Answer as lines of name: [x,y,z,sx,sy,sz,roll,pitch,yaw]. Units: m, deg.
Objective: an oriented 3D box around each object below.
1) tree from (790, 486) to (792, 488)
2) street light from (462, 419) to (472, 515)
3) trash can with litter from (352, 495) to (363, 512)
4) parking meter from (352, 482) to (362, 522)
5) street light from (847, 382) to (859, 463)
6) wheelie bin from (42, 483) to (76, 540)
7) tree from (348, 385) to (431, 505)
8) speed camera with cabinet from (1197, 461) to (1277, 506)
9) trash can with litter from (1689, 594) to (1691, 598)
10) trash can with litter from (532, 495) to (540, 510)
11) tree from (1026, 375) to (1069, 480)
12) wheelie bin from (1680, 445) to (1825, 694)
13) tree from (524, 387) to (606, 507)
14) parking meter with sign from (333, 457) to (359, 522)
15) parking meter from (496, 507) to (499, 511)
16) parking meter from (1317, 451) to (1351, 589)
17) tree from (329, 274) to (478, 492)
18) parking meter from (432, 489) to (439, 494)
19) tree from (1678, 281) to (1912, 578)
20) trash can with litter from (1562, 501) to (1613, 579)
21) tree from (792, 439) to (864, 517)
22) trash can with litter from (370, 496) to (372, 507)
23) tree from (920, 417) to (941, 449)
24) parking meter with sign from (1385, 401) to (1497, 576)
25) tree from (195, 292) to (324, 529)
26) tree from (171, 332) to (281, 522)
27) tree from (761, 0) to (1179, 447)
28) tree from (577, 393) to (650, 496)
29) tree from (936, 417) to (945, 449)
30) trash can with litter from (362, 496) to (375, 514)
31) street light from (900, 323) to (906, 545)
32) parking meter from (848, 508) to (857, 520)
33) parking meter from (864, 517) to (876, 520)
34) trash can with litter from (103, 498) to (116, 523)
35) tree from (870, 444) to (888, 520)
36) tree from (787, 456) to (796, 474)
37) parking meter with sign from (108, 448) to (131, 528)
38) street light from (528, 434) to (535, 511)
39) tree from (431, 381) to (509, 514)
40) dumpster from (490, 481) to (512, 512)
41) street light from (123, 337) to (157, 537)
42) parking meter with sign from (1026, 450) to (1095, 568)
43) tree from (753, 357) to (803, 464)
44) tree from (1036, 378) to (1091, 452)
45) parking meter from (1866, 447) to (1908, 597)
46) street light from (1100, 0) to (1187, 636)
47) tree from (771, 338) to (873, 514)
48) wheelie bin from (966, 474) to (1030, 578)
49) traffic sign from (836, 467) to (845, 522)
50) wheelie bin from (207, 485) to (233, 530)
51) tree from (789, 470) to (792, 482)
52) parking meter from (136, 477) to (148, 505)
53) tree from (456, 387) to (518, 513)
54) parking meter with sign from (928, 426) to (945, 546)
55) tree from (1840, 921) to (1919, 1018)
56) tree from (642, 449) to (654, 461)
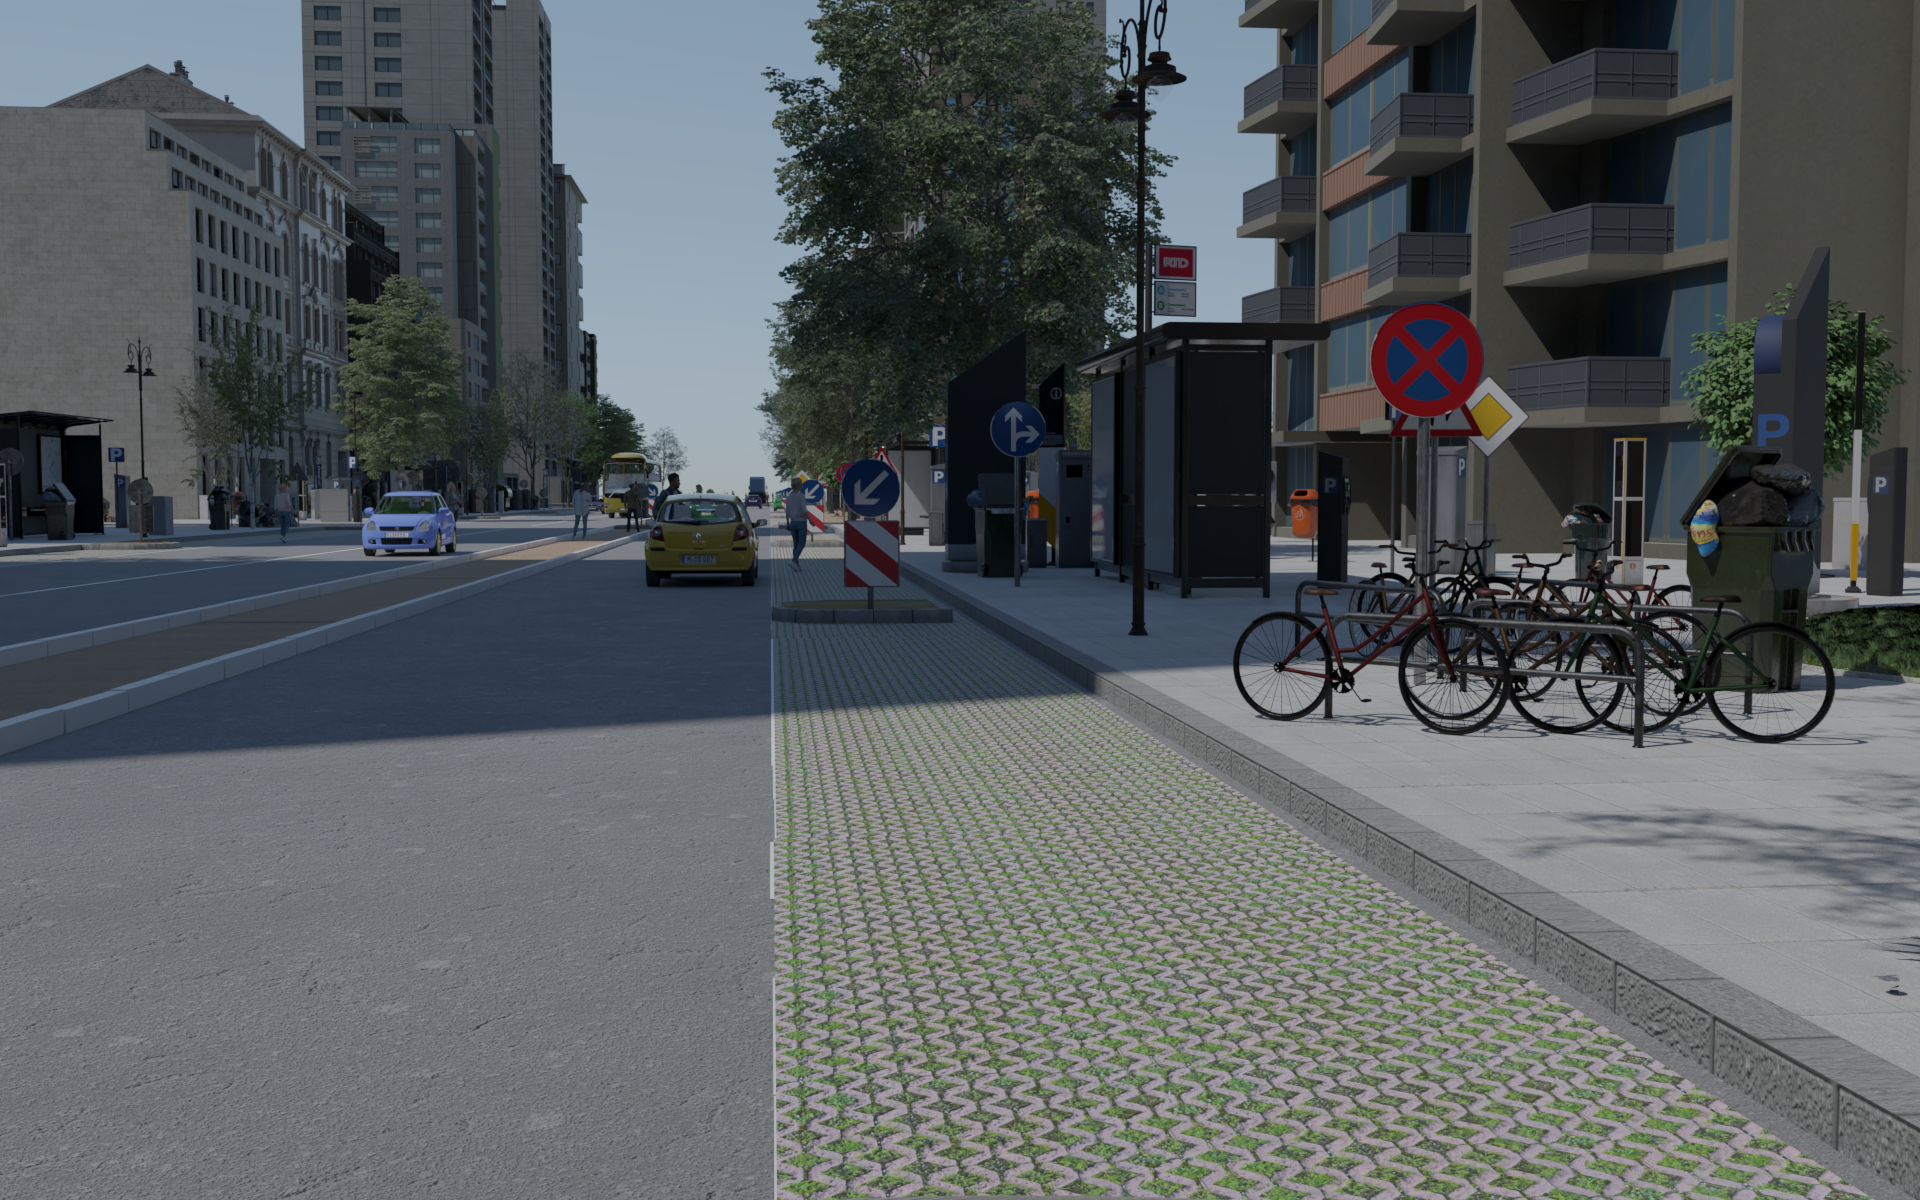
tree: [-29.583,-19.046,306.004,1.663,3.219,1.824,0,3,0]
street light: [-30.255,-8.159,106.185,0.468,5.910,1.993,0,4,-6]
trash can with litter: [-36.241,-5.621,102.956,1.678,1.210,2.233,-1,4,-12]
parking meter: [-27.464,-4.479,78.949,0.399,1.863,0.255,3,4,36]
street light: [-4.430,-6.030,71.375,0.468,5.910,1.993,0,4,-6]
wheelie bin: [-25.099,-2.466,48.226,0.693,1.594,0.980,0,4,-5]
tree: [-38.543,-10.160,116.485,4.360,8.622,3.978,0,3,0]
speed camera with cabinet: [7.353,-3.159,45.983,2.038,3.252,0.660,-1,4,-14]
trash can with litter: [9.842,-0.638,21.486,1.678,1.210,2.233,0,4,-1]
trash can with litter: [-35.556,-8.151,144.655,0.624,1.170,1.055,-1,4,-19]
tree: [3.186,-8.582,90.672,4.360,8.622,3.978,0,3,0]
wheelie bin: [5.226,-0.213,11.397,0.980,1.594,0.693,-3,4,-38]
tree: [-38.372,-14.877,168.994,9.928,11.665,9.643,0,3,0]
parking meter with sign: [-28.473,-5.101,79.658,0.543,3.016,1.738,2,4,24]
parking meter: [-34.334,-7.364,128.804,0.372,1.533,0.369,0,3,0]
parking meter: [5.068,-1.086,23.465,0.399,1.863,0.255,2,4,32]
tree: [-28.727,-10.496,89.738,7.486,12.596,7.792,0,3,0]
parking meter: [-28.605,-5.261,94.435,0.372,1.533,0.369,0,3,0]
tree: [12.932,-2.641,26.899,4.285,4.588,4.351,0,3,0]
trash can with litter: [9.647,-0.905,26.182,1.055,1.170,0.624,-3,4,-36]
tree: [-6.589,-7.020,98.499,4.285,4.588,4.351,0,3,0]
trash can with litter: [-42.034,-6.974,125.084,2.233,1.210,1.678,1,4,14]
tree: [-3.393,-10.552,122.881,4.360,8.622,3.978,0,3,0]
parking meter with sign: [7.706,-1.923,27.708,1.738,3.016,0.543,3,5,39]
tree: [-25.910,-6.929,63.659,4.737,8.622,4.395,0,3,0]
tree: [-32.863,-7.803,77.934,4.360,8.622,3.978,0,3,0]
tree: [0.282,-7.956,36.737,9.857,13.997,8.962,0,3,0]
tree: [-39.848,-16.924,194.829,7.486,12.596,7.792,0,3,0]
tree: [-0.960,-11.968,146.039,4.737,8.622,4.395,0,3,0]
trash can with litter: [-38.155,-6.153,111.992,0.624,1.170,1.055,3,5,40]
street light: [-1.445,-4.323,43.470,0.468,5.910,1.993,0,4,-6]
parking meter: [-4.322,-3.894,69.383,0.255,1.863,0.399,-2,4,-29]
parking meter: [-2.852,-2.830,54.688,0.372,1.533,0.369,0,3,0]
trash can with litter: [-38.387,-4.074,78.004,1.055,1.170,0.624,1,4,18]
tree: [-2.637,-3.899,58.347,1.663,3.219,1.824,0,3,0]
tree: [-19.758,-16.394,218.409,4.737,8.622,4.395,0,3,0]
parking meter with sign: [-31.733,-4.246,65.681,0.543,3.016,1.738,-1,4,-12]
street light: [-33.202,-9.866,134.094,0.468,5.910,1.993,0,4,-6]
tree: [-31.100,-9.896,112.164,4.360,8.622,3.978,0,3,0]
dumpster: [-33.549,-7.573,126.304,1.502,2.255,1.985,0,4,-6]
street light: [-24.139,-4.790,51.111,0.468,5.910,1.993,0,4,-6]
parking meter with sign: [2.008,-2.071,30.117,1.738,3.016,0.543,0,4,-6]
tree: [-23.950,-23.510,240.275,12.611,20.169,13.585,0,3,0]
tree: [7.260,-9.497,105.646,4.737,8.622,4.395,0,3,0]
parking meter: [11.661,-0.985,21.810,0.255,1.863,0.399,-1,4,-21]
street light: [1.621,-2.617,15.574,0.468,5.910,1.993,0,4,-6]
tree: [-8.485,-11.903,112.737,7.486,12.596,7.792,0,3,0]
wheelie bin: [0.563,-1.155,26.789,0.980,1.594,0.693,-1,4,-15]
traffic sign: [-5.288,-4.828,79.038,0.768,2.556,0.104,0,4,-2]
wheelie bin: [-26.472,-3.308,62.000,0.693,1.594,0.980,0,4,0]
tree: [-10.211,-9.134,133.059,4.285,4.588,4.351,0,3,0]
parking meter: [-28.201,-3.302,59.694,0.399,1.863,0.255,0,4,0]
tree: [-32.100,-10.305,118.843,4.737,8.622,4.395,0,3,0]
parking meter with sign: [-0.541,-2.887,43.465,0.543,3.016,1.738,0,4,2]
tree: [2.966,-5.718,3.855,12.009,13.543,11.850,0,3,0]
tree: [-49.980,-19.827,274.540,4.737,8.622,4.395,0,3,0]
